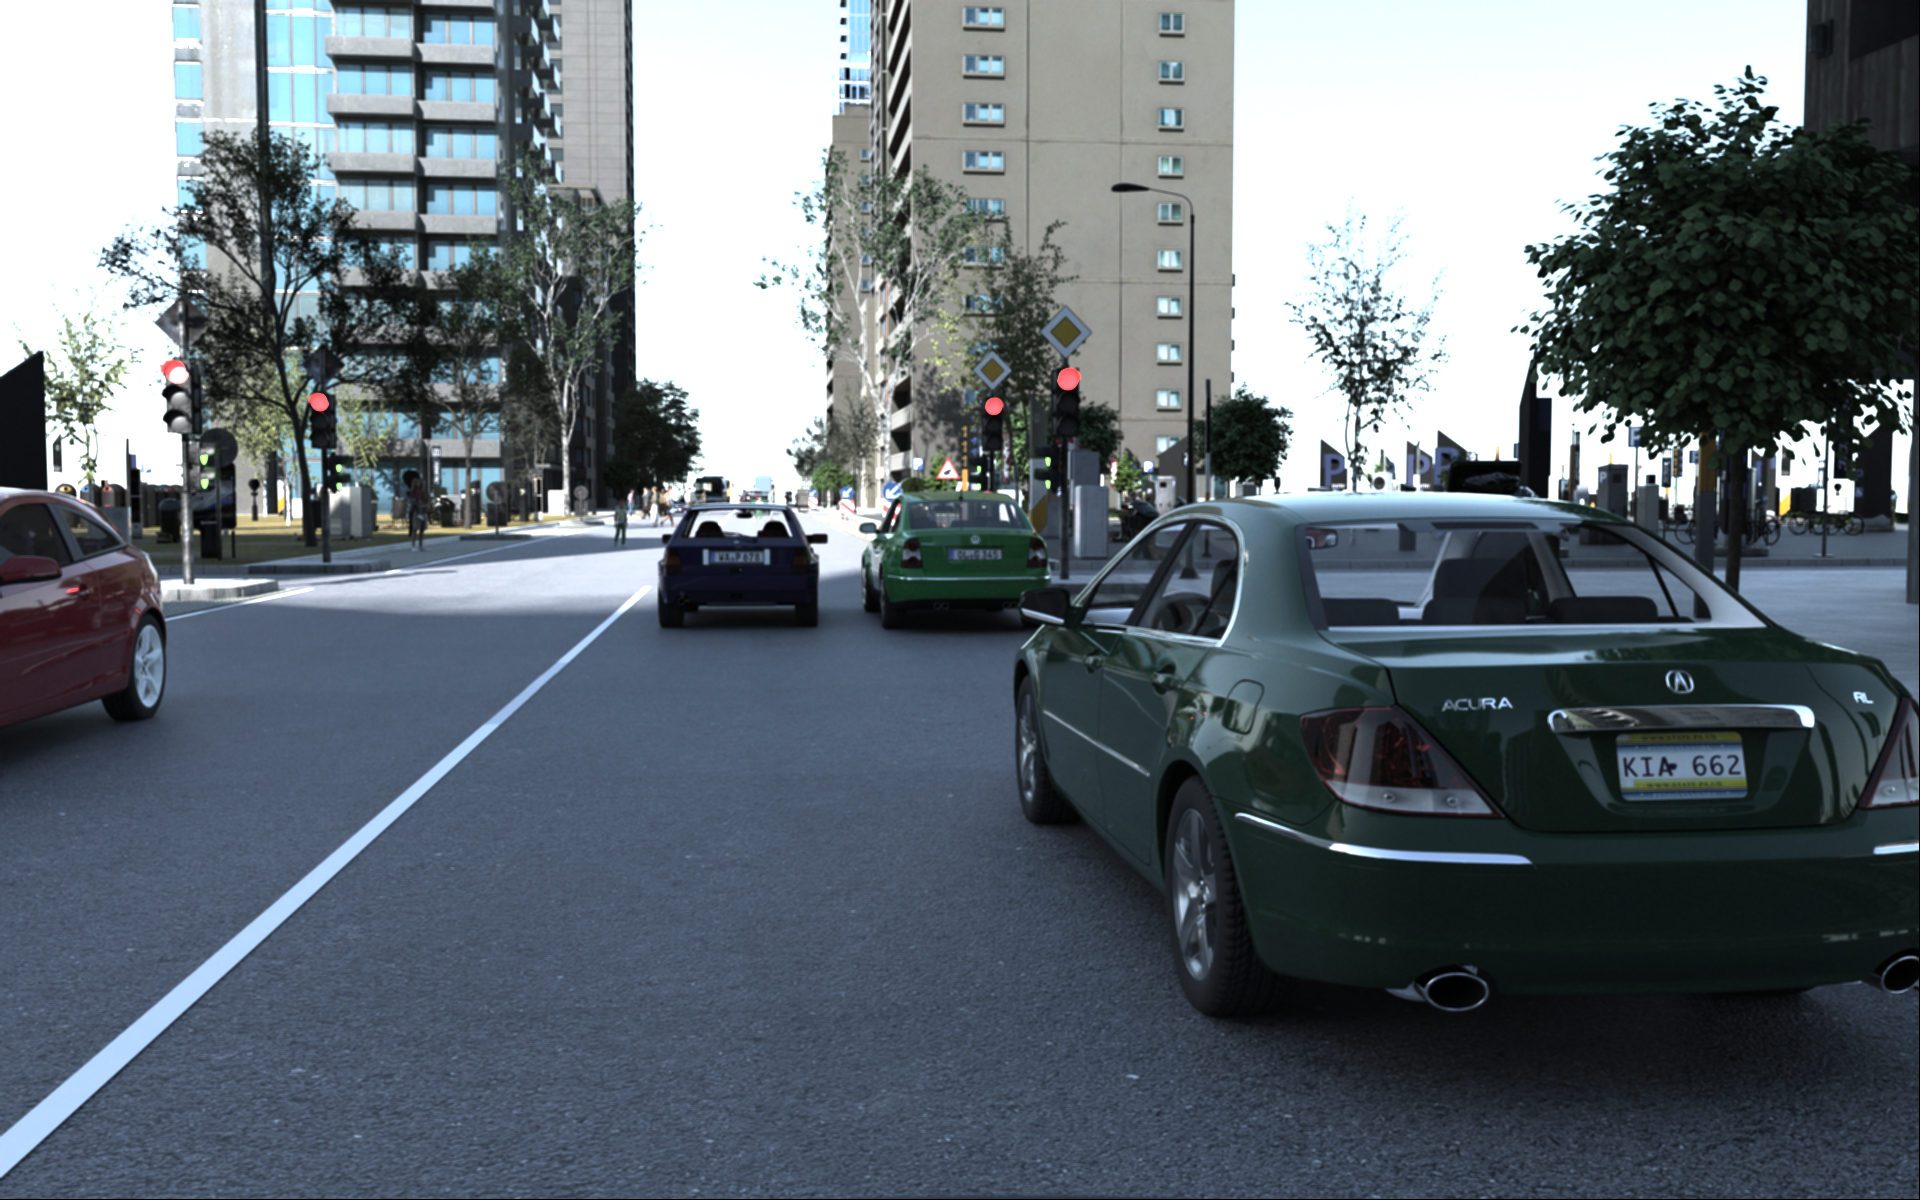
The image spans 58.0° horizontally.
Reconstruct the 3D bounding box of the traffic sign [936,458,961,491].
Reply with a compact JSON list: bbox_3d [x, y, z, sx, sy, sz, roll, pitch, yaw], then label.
[{"bbox_3d":[-0.422,-3.755,61.399,0.884,2.594,0.081,0,4,1],"label":"traffic sign"}]

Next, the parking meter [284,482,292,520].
[{"bbox_3d":[-32.972,-4.849,84.994,0.255,1.863,0.399,0,4,3],"label":"parking meter"}]

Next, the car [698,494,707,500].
[{"bbox_3d":[-22.648,-8.307,147.611,2.131,1.459,4.920,-1,4,-9],"label":"car"}]

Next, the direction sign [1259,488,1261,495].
[{"bbox_3d":[9.855,-3.969,56.886,0.379,3.537,0.876,1,4,20],"label":"direction sign"}]

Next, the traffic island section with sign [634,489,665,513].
[{"bbox_3d":[-23.738,-7.538,131.878,1.989,1.847,2.006,0,4,-7],"label":"traffic island section with sign"}]

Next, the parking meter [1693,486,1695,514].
[{"bbox_3d":[46.001,-6.268,108.191,0.399,1.863,0.255,0,4,3],"label":"parking meter"}]

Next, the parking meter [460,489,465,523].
[{"bbox_3d":[-21.616,-4.110,75.609,0.372,1.533,0.369,0,3,0],"label":"parking meter"}]

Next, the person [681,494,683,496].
[{"bbox_3d":[-31.503,-11.301,196.499,0.991,1.433,0.599,1,4,11],"label":"person"}]

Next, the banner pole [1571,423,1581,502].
[{"bbox_3d":[21.533,-4.320,60.642,0.401,3.779,0.863,0,4,-4],"label":"banner pole"}]

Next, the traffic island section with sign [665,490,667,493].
[{"bbox_3d":[-26.930,-9.175,158.644,1.989,1.847,2.006,0,4,-7],"label":"traffic island section with sign"}]

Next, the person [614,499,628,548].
[{"bbox_3d":[-9.122,-2.066,46.525,0.306,1.304,0.590,-2,4,-35],"label":"person"}]

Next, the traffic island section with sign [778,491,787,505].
[{"bbox_3d":[-24.437,-14.277,242.056,1.989,1.847,2.006,0,4,-7],"label":"traffic island section with sign"}]

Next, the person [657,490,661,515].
[{"bbox_3d":[-20.916,-6.797,120.355,0.721,1.735,1.217,3,5,43],"label":"person"}]

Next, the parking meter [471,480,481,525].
[{"bbox_3d":[-20.375,-4.106,72.850,0.255,1.863,0.399,1,4,18],"label":"parking meter"}]

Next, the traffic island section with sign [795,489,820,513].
[{"bbox_3d":[-11.378,-7.561,132.253,1.989,1.847,2.006,0,4,-7],"label":"traffic island section with sign"}]

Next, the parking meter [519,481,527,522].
[{"bbox_3d":[-19.853,-4.466,78.730,0.255,1.863,0.399,0,4,0],"label":"parking meter"}]

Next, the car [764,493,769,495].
[{"bbox_3d":[-24.020,-12.459,212.745,2.155,1.783,4.494,0,4,-7],"label":"car"}]

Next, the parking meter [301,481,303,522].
[{"bbox_3d":[-29.647,-4.459,78.613,0.255,1.863,0.399,2,4,24],"label":"parking meter"}]

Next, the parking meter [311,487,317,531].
[{"bbox_3d":[-22.458,-3.147,59.870,0.372,1.533,0.369,0,3,0],"label":"parking meter"}]

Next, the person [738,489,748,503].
[{"bbox_3d":[-16.874,-7.744,135.107,0.705,1.826,1.348,1,4,23],"label":"person"}]

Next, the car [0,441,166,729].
[{"bbox_3d":[-5.863,-0.027,9.481,2.155,1.783,4.494,0,4,-7],"label":"car"}]

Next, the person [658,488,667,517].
[{"bbox_3d":[-18.806,-6.182,109.664,1.348,1.812,0.705,0,4,4],"label":"person"}]

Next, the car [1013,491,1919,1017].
[{"bbox_3d":[1.361,0.338,6.272,2.131,1.459,4.920,0,4,-7],"label":"car"}]

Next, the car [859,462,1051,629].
[{"bbox_3d":[-0.133,-0.676,19.855,1.959,1.807,4.718,0,4,-7],"label":"car"}]

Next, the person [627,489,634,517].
[{"bbox_3d":[-20.417,-5.995,107.351,0.643,1.720,0.563,-2,4,-35],"label":"person"}]

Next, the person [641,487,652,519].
[{"bbox_3d":[-18.114,-5.608,100.158,0.822,1.834,0.622,-3,4,-36],"label":"person"}]

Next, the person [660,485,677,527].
[{"bbox_3d":[-12.740,-4.103,75.677,0.778,1.811,0.616,1,4,9],"label":"person"}]

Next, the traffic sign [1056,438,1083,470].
[{"bbox_3d":[2.372,-2.357,38.636,0.768,2.556,0.104,0,4,2],"label":"traffic sign"}]

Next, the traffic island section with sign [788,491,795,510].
[{"bbox_3d":[-14.559,-9.198,159.021,1.989,1.847,2.006,0,4,-7],"label":"traffic island section with sign"}]

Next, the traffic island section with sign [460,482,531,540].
[{"bbox_3d":[-14.514,-2.791,54.268,1.989,1.847,2.006,0,4,-7],"label":"traffic island section with sign"}]

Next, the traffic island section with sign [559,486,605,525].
[{"bbox_3d":[-17.690,-4.429,81.036,1.989,1.847,2.006,0,4,-7],"label":"traffic island section with sign"}]

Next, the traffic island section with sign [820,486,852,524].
[{"bbox_3d":[-5.577,-4.577,83.468,1.989,1.847,2.006,0,4,-7],"label":"traffic island section with sign"}]

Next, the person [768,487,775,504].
[{"bbox_3d":[-10.235,-5.244,94.335,0.391,1.810,0.635,0,4,2],"label":"person"}]

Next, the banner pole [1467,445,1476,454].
[{"bbox_3d":[26.128,-6.032,88.645,0.863,3.779,0.401,-2,4,-25],"label":"banner pole"}]

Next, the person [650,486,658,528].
[{"bbox_3d":[-13.064,-3.968,73.927,0.362,1.759,0.519,0,4,3],"label":"person"}]

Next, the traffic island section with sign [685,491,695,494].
[{"bbox_3d":[-33.348,-12.476,212.602,1.989,1.847,2.006,0,4,-7],"label":"traffic island section with sign"}]

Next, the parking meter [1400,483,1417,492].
[{"bbox_3d":[10.172,-1.891,39.331,0.372,1.533,0.369,0,3,0],"label":"parking meter"}]

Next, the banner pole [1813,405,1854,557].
[{"bbox_3d":[17.975,-2.783,35.525,0.863,3.779,0.401,-1,4,-13],"label":"banner pole"}]

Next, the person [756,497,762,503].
[{"bbox_3d":[-10.415,-4.698,89.567,0.590,1.304,0.306,2,4,35],"label":"person"}]

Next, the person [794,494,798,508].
[{"bbox_3d":[-16.667,-10.289,177.657,0.756,1.711,0.436,-3,4,-36],"label":"person"}]

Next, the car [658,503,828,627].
[{"bbox_3d":[-2.500,-0.455,20.025,1.945,1.354,3.894,0,4,-5],"label":"car"}]

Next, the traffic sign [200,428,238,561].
[{"bbox_3d":[-14.290,-2.034,33.366,0.768,2.556,0.104,0,4,-3],"label":"traffic sign"}]

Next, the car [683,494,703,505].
[{"bbox_3d":[-22.075,-7.968,142.067,2.131,1.459,4.920,0,4,-6],"label":"car"}]

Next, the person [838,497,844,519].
[{"bbox_3d":[-6.630,-5.175,97.376,0.475,1.303,0.640,-2,4,-23],"label":"person"}]

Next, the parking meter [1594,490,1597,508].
[{"bbox_3d":[25.074,-3.640,67.918,0.372,1.533,0.369,0,3,0],"label":"parking meter"}]

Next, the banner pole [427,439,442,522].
[{"bbox_3d":[-24.017,-5.445,79.044,0.401,3.779,0.863,3,5,41],"label":"banner pole"}]

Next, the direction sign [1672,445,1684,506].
[{"bbox_3d":[33.538,-5.441,80.959,0.876,3.537,0.379,-3,4,-38],"label":"direction sign"}]

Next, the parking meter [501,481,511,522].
[{"bbox_3d":[-20.541,-4.442,78.331,0.399,1.863,0.255,1,4,13],"label":"parking meter"}]

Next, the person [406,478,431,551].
[{"bbox_3d":[-13.539,-2.129,43.291,0.573,1.828,0.580,0,4,-5],"label":"person"}]

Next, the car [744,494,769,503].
[{"bbox_3d":[-13.769,-6.555,118.969,2.131,1.459,4.920,0,4,-8],"label":"car"}]

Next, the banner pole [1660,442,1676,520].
[{"bbox_3d":[33.738,-5.644,82.299,0.863,3.779,0.401,1,4,13],"label":"banner pole"}]

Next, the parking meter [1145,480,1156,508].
[{"bbox_3d":[7.927,-4.059,72.081,0.399,1.863,0.255,1,4,18],"label":"parking meter"}]

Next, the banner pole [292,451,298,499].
[{"bbox_3d":[-38.998,-6.824,101.588,0.401,3.779,0.863,-3,5,-43],"label":"banner pole"}]

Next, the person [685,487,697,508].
[{"bbox_3d":[-15.179,-5.455,97.782,0.679,1.850,0.850,-1,4,-17],"label":"person"}]

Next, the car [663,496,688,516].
[{"bbox_3d":[-18.448,-6.141,112.990,1.945,1.354,3.894,0,4,-8],"label":"car"}]

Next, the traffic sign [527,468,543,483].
[{"bbox_3d":[-20.435,-5.092,83.364,0.768,2.556,0.104,0,4,-2],"label":"traffic sign"}]

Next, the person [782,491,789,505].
[{"bbox_3d":[-18.157,-10.458,180.012,0.750,1.759,0.617,0,4,-1],"label":"person"}]

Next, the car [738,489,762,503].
[{"bbox_3d":[-17.557,-8.393,145.903,2.281,1.827,5.304,-1,4,-9],"label":"car"}]

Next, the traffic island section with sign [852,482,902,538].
[{"bbox_3d":[-2.384,-2.940,56.702,1.989,1.847,2.006,0,4,-7],"label":"traffic island section with sign"}]

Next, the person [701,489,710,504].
[{"bbox_3d":[-20.258,-7.885,137.424,0.705,1.824,1.348,1,4,20],"label":"person"}]
